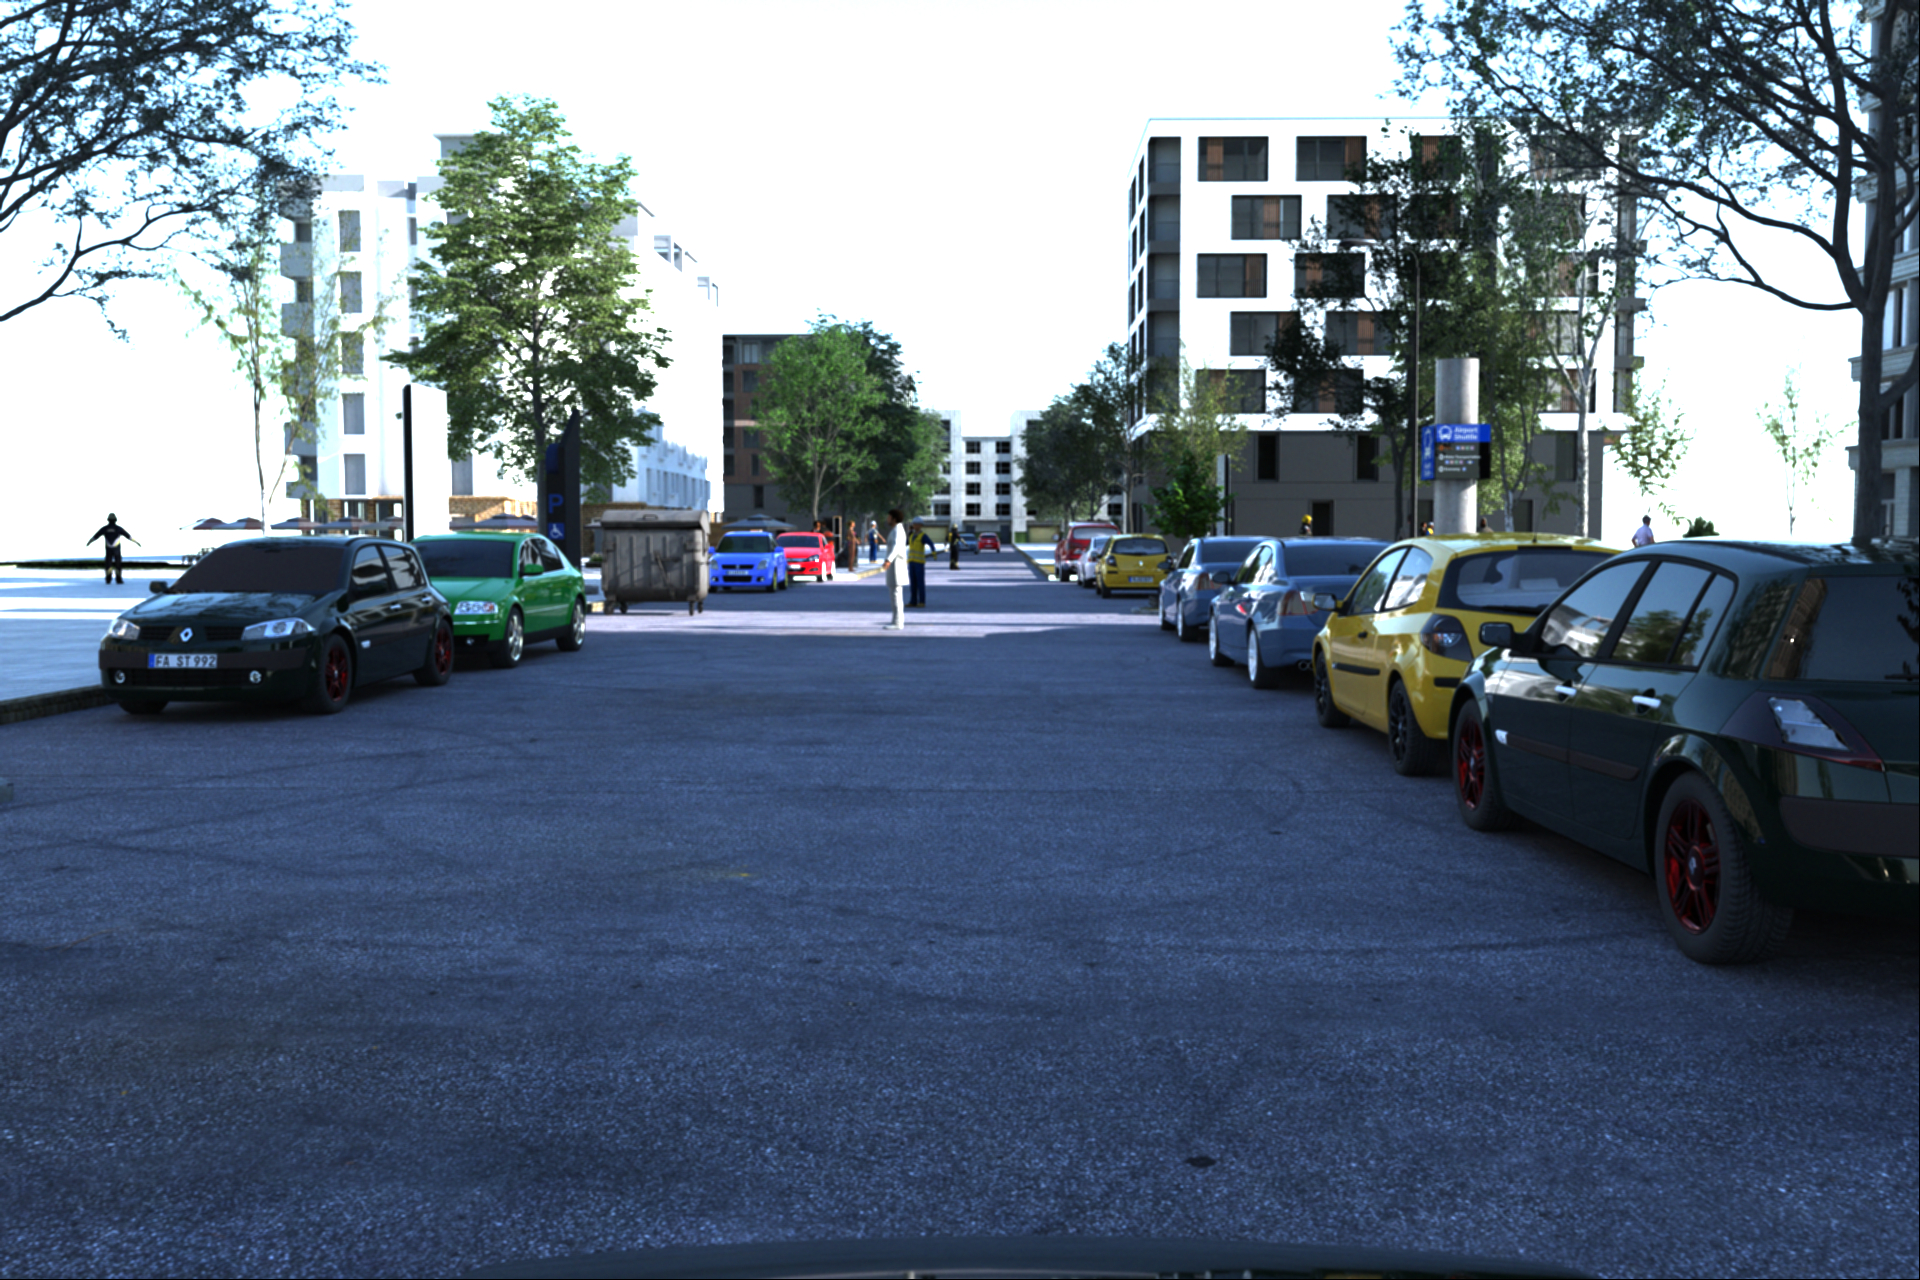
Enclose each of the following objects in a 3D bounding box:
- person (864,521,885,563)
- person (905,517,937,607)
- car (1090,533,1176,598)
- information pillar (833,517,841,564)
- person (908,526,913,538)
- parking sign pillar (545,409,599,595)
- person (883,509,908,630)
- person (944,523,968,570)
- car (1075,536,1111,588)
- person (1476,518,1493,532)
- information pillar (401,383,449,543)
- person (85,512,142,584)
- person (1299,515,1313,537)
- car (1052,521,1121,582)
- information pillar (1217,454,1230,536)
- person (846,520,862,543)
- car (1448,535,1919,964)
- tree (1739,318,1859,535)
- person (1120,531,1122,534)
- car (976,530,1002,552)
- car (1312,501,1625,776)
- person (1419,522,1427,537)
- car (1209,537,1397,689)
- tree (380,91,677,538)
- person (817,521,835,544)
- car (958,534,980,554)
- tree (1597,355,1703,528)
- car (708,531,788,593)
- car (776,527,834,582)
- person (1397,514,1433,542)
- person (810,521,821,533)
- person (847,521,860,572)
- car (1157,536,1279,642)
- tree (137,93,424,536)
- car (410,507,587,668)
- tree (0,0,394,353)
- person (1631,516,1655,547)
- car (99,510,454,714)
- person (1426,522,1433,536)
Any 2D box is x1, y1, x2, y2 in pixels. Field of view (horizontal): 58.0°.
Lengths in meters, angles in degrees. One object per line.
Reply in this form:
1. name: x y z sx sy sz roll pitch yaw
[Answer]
1. person: -3.820 -4.327 76.598 0.705 1.847 1.347 -3 5 -44
2. person: -0.896 -1.531 33.961 1.216 1.772 0.721 3 5 42
3. car: 4.032 -1.817 39.937 2.015 1.641 3.980 0 4 2
4. information pillar: -5.202 -4.215 73.404 0.304 2.012 0.304 0 4 0
5. person: -2.723 -5.294 93.278 0.721 1.740 1.216 0 4 2
6. parking sign pillar: -8.428 -2.957 36.816 1.447 3.967 1.447 0 4 1
7. person: -0.999 -1.070 26.139 0.705 1.806 1.347 0 4 2
8. person: -0.206 -3.714 68.967 0.705 1.856 1.354 -3 5 -43
9. car: 4.203 -2.136 47.291 2.083 1.381 4.827 0 4 1
10. person: 16.841 -3.038 55.798 1.348 1.813 0.705 1 4 13
11. information pillar: -8.591 -2.236 27.882 0.184 3.620 1.656 0 4 2
12. person: -21.864 -2.376 44.717 1.351 1.845 0.704 -1 4 -15
13. person: 10.673 -2.905 53.261 0.704 1.858 1.351 0 4 -6
14. car: 4.014 -2.738 53.440 2.281 1.827 5.304 0 4 0
15. information pillar: 7.832 -3.686 51.577 0.184 3.620 1.656 0 4 1
16. person: -4.359 -3.933 70.236 0.705 1.837 1.347 1 4 21
17. car: 3.301 0.161 7.151 2.009 1.686 4.222 0 4 1
18. tree: 28.429 -6.665 59.336 4.360 8.622 3.978 0 3 0
19. person: 7.876 -4.979 87.190 1.354 1.856 0.705 -2 4 -30
20. car: 2.231 -7.786 136.341 2.155 1.783 4.494 0 4 1
21. car: 3.481 -0.088 11.661 2.015 1.641 3.980 0 4 2
22. person: 20.548 -4.316 76.760 0.705 1.806 1.347 2 4 32
23. car: 3.583 -0.324 17.293 2.014 1.417 4.499 0 4 1
24. tree: -11.316 -7.790 45.492 7.486 12.596 7.792 0 3 0
25. person: -5.406 -3.801 68.367 1.346 1.802 0.704 -3 5 -45
26. car: 0.434 -6.829 123.653 2.014 1.417 4.499 0 4 2
27. tree: 28.056 -7.350 70.542 4.737 8.622 4.395 0 3 0
28. car: -5.319 -2.067 43.387 1.945 1.707 3.694 0 4 1
29. car: -4.877 -2.672 52.730 2.155 1.783 4.494 0 4 2
30. person: 10.808 -2.108 41.041 0.750 1.759 0.617 -1 4 -17
31. person: -5.735 -3.901 69.925 1.345 1.843 0.704 -1 4 -15
32. person: -3.621 -3.193 59.003 0.721 1.733 1.217 -1 4 -17
33. car: 3.818 -0.753 24.311 2.014 1.417 4.499 0 4 1
34. tree: -12.070 -4.833 29.383 4.360 8.622 3.978 0 3 0
35. car: -5.580 -0.678 19.886 1.959 1.807 4.718 0 4 1
36. tree: -11.521 -6.652 19.138 12.009 13.543 11.850 0 3 0
37. person: 15.896 -2.025 40.090 0.436 1.711 0.756 -1 4 -10
38. car: -5.768 -0.321 15.027 2.009 1.686 4.222 0 4 2
39. person: 22.359 -4.664 82.220 0.705 1.833 1.349 3 4 38
